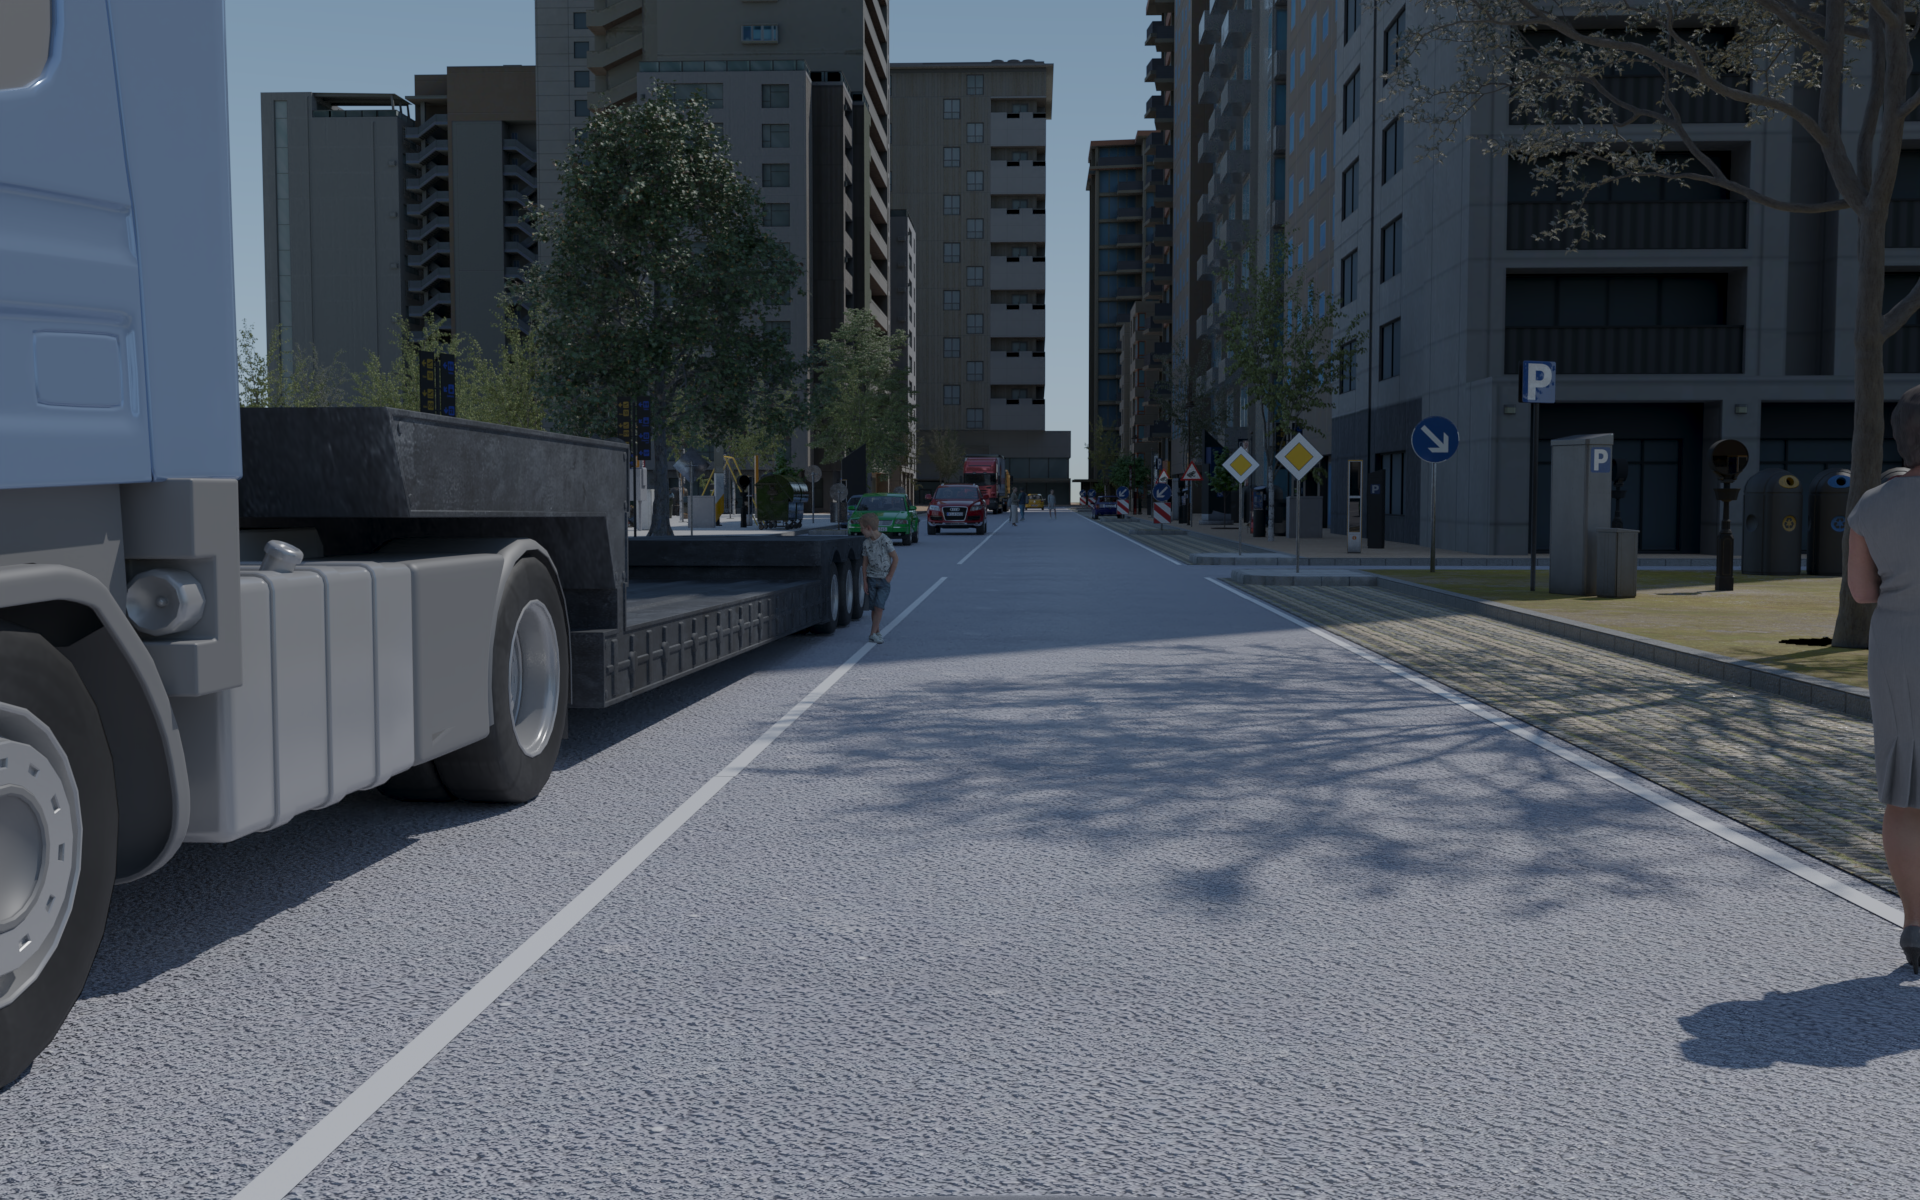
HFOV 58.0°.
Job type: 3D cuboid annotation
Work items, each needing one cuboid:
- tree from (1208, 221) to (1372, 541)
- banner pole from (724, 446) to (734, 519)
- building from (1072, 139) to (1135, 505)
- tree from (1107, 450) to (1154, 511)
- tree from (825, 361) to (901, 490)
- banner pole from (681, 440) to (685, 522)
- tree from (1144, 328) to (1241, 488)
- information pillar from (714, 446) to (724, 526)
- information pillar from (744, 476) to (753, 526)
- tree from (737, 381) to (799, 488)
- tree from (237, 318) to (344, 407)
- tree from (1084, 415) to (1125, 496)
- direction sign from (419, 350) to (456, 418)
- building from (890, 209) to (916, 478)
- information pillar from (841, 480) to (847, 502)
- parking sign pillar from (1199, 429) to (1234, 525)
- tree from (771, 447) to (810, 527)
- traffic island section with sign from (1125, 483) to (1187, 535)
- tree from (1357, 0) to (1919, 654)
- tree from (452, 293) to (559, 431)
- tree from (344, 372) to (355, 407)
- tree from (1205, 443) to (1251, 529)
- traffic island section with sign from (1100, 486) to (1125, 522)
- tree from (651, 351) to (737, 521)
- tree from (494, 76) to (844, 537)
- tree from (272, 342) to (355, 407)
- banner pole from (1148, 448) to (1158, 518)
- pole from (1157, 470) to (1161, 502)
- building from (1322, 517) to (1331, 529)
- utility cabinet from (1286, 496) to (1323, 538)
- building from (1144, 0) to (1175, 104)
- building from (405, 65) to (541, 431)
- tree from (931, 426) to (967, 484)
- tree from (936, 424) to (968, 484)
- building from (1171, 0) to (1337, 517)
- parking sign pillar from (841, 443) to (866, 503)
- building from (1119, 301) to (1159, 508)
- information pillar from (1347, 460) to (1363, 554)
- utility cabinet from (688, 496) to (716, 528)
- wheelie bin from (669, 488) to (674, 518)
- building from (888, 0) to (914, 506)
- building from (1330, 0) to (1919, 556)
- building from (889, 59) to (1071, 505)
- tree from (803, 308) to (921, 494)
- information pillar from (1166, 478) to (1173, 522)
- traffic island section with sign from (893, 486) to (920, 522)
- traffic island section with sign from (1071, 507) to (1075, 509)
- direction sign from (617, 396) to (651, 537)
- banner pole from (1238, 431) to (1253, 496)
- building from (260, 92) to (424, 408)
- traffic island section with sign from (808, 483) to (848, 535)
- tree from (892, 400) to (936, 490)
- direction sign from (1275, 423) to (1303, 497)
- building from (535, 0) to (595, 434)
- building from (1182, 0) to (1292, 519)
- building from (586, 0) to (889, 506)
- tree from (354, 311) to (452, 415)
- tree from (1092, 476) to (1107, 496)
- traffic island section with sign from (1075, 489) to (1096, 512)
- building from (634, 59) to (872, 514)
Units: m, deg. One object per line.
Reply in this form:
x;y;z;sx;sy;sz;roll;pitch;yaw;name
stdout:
8.603;-5.895;46.746;4.737;8.622;4.395;0;3;0;tree
-12.144;-6.112;89.944;0.863;3.779;0.401;-3;4;-38;banner pole
28.005;-33.807;207.363;28.867;44.769;22.147;0;4;3;building
12.648;-8.841;128.264;4.285;4.588;4.351;0;3;0;tree
-5.394;-8.937;96.480;4.737;8.622;4.395;0;3;0;tree
-12.594;-5.437;78.914;0.401;3.779;0.863;0;4;3;banner pole
10.461;-7.796;77.830;4.360;8.622;3.978;0;3;0;tree
-9.664;-4.773;69.386;0.183;3.616;0.504;2;4;35;information pillar
-8.555;-3.991;69.743;0.304;2.012;0.304;1;4;22;information pillar
-10.871;-9.037;98.121;4.737;8.622;4.395;0;3;0;tree
-29.437;-7.530;73.484;4.737;8.622;4.395;0;3;0;tree
13.599;-12.913;161.492;4.737;8.622;4.395;0;3;0;tree
-8.358;-2.189;27.791;0.379;3.537;0.876;1;4;20;direction sign
-11.682;-24.835;177.748;14.107;30.474;14.160;0;4;3;building
-5.945;-5.150;88.702;0.304;2.012;0.304;0;4;-4;information pillar
10.684;-5.113;72.067;1.447;3.967;1.447;-2;4;-35;parking sign pillar
-6.947;-4.461;67.546;1.663;3.219;1.824;0;3;0;tree
6.999;-3.228;61.403;1.989;1.847;2.006;0;4;3;traffic island section with sign
7.660;-6.346;14.122;12.009;13.543;11.850;0;3;0;tree
-15.551;-6.830;62.041;4.737;8.622;4.395;0;3;0;tree
-30.232;-8.602;90.998;4.737;8.622;4.395;0;3;0;tree
9.610;-4.210;63.433;1.663;3.219;1.824;0;3;0;tree
8.218;-4.914;88.971;1.989;1.847;2.006;0;4;3;traffic island section with sign
-13.491;-8.144;83.519;4.737;8.622;4.395;0;3;0;tree
-8.340;-8.020;48.137;9.611;12.733;9.660;0;3;0;tree
-30.846;-8.121;83.135;4.360;8.622;3.978;0;3;0;tree
10.518;-6.344;93.738;0.401;3.779;0.863;-2;4;-24;banner pole
12.030;-6.778;104.668;0.158;3.312;0.155;0;3;0;pole
20.202;-25.352;64.622;14.600;45.320;14.200;0;4;3;building
10.060;-2.412;50.603;1.020;1.237;0.306;-1;4;-10;utility cabinet
26.257;-29.675;139.813;22.147;44.769;28.867;0;4;3;building
-47.492;-32.337;178.823;14.200;45.320;14.600;0;4;3;building
-1.314;-14.628;189.533;4.737;8.622;4.395;0;3;0;tree
-1.691;-13.971;178.787;4.360;8.622;3.978;0;3;0;tree
22.062;-28.641;118.390;14.600;45.320;14.200;0;4;3;building
-5.632;-6.299;91.456;1.447;3.967;1.447;-1;4;-14;parking sign pillar
30.155;-19.827;169.209;27.650;21.520;28.899;0;4;3;building
8.530;-2.015;37.436;0.304;2.012;0.304;1;4;11;information pillar
-9.836;-3.352;65.963;1.020;1.237;0.306;0;4;1;utility cabinet
-15.454;-5.083;91.010;0.980;1.594;0.693;-3;5;-40;wheelie bin
-14.754;-43.981;157.348;20.563;71.187;20.611;0;4;3;building
21.803;-37.034;43.758;20.611;71.187;20.563;0;4;3;building
-0.330;-38.081;211.866;27.495;52.752;28.713;0;4;3;building
-6.058;-11.511;106.334;7.486;12.596;7.792;0;3;0;tree
9.747;-4.659;80.672;0.304;2.012;0.304;0;4;0;information pillar
-3.065;-4.923;89.114;1.989;1.847;2.006;0;4;3;traffic island section with sign
11.582;-9.585;165.348;1.989;1.847;2.006;0;4;3;traffic island section with sign
-7.553;-2.948;40.196;0.876;3.537;0.379;1;4;22;direction sign
11.380;-4.823;68.876;0.863;3.779;0.401;-1;4;-22;banner pole
-62.224;-30.327;179.438;14.086;41.232;14.154;0;4;3;building
-4.283;-3.234;61.510;1.989;1.847;2.006;0;4;3;traffic island section with sign
-4.405;-11.178;133.128;4.360;8.622;3.978;0;3;0;tree
10.430;-3.852;54.972;0.876;3.537;0.379;0;4;-7;direction sign
-29.418;-44.979;173.652;20.611;71.187;20.563;0;4;3;building
24.923;-29.052;94.601;23.786;49.044;30.456;0;4;3;building
-17.158;-31.368;136.567;21.300;48.544;21.600;0;4;3;building
-21.467;-7.255;68.988;4.737;8.622;4.395;0;3;0;tree
13.970;-10.710;169.710;1.663;3.219;1.824;0;3;0;tree
10.396;-7.931;138.293;1.989;1.847;2.006;0;4;3;traffic island section with sign
-13.754;-21.250;119.131;14.160;30.474;14.107;0;4;3;building
